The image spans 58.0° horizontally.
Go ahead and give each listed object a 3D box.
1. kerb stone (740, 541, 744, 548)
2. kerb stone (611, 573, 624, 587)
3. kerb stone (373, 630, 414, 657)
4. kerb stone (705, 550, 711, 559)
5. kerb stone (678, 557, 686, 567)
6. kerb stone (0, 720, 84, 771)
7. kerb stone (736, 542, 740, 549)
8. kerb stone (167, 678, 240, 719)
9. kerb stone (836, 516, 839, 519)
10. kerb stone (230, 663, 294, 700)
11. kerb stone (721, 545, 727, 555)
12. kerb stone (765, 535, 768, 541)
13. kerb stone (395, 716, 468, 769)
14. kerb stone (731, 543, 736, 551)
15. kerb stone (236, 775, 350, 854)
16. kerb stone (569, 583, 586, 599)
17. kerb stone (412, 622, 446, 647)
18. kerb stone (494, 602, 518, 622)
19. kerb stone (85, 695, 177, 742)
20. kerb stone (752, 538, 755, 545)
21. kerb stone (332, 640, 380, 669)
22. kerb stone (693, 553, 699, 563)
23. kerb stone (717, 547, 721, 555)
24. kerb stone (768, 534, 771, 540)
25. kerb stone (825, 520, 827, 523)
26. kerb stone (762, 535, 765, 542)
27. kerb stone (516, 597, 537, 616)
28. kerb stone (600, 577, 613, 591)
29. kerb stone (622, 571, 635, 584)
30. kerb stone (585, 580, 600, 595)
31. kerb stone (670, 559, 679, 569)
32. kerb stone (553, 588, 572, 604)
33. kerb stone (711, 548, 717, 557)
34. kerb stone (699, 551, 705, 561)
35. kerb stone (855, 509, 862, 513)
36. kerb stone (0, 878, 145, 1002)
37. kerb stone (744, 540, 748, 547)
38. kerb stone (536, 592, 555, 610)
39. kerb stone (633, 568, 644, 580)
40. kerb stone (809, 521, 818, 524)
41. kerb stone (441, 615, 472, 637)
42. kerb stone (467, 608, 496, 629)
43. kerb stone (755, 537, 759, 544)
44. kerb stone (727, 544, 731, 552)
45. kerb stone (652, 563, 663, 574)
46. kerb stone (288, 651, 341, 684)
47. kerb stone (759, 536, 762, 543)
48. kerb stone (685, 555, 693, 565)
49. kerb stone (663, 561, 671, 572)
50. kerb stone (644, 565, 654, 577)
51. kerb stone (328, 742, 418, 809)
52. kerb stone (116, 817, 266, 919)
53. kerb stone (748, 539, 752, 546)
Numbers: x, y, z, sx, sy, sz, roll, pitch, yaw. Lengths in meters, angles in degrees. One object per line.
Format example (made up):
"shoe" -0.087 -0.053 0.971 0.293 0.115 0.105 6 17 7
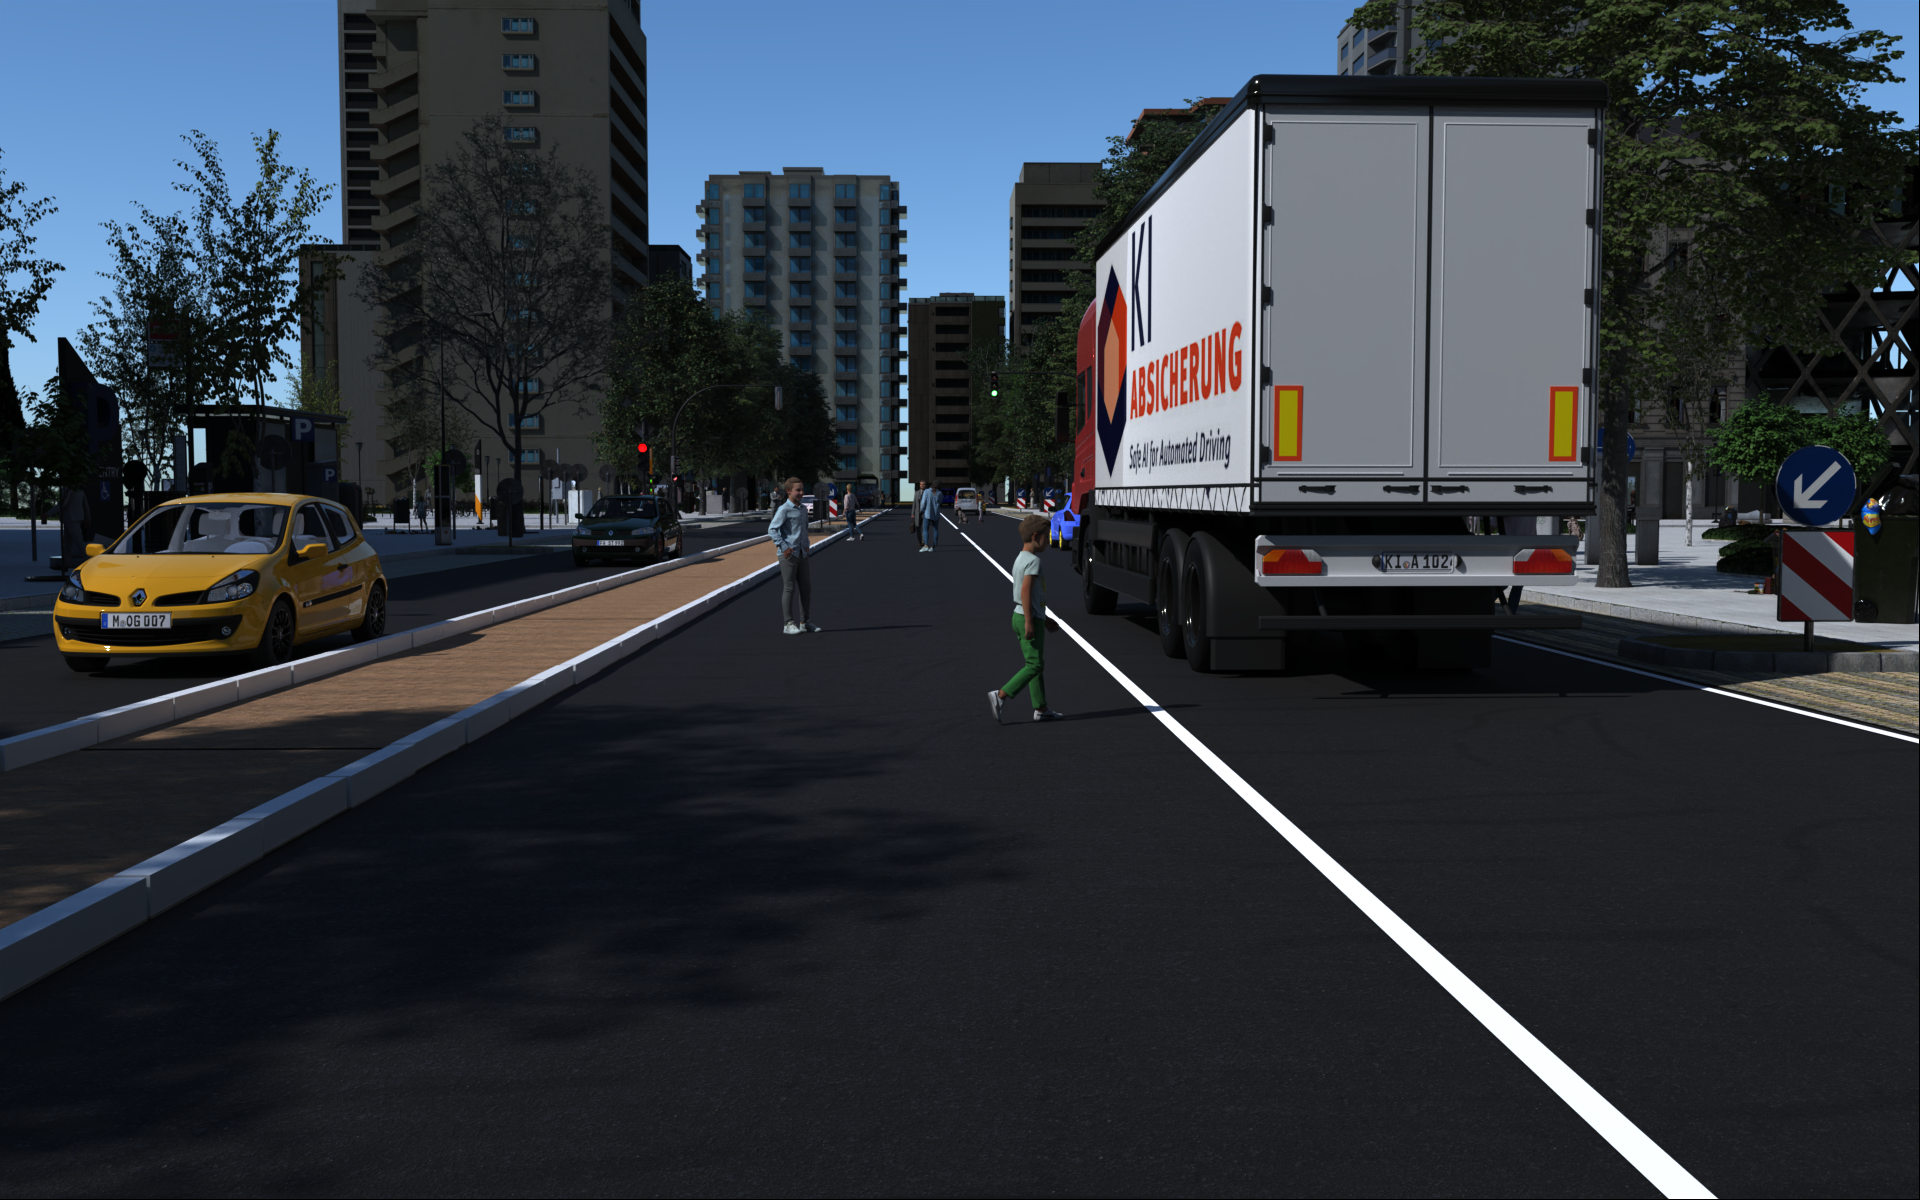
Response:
"kerb stone" -5.820 -1.405 45.249 0.120 0.150 1.000 0 4 -1
"kerb stone" -5.385 -0.277 26.787 0.120 0.150 1.000 0 4 -1
"kerb stone" -5.119 0.409 15.517 0.120 0.150 1.000 0 4 -1
"kerb stone" -5.645 -0.971 38.070 0.120 0.150 1.000 0 4 -1
"kerb stone" -5.547 -0.720 33.967 0.120 0.150 1.000 0 4 -1
"kerb stone" -4.968 0.788 9.376 0.120 0.150 1.000 0 4 -1
"kerb stone" -5.794 -1.344 44.222 0.120 0.150 1.000 0 4 -1
"kerb stone" -5.024 0.659 11.420 0.120 0.150 1.000 0 4 -1
"kerb stone" -7.057 -4.640 98.060 0.120 0.150 1.000 0 4 -1
"kerb stone" -5.049 0.596 12.448 0.120 0.150 1.000 0 4 -1
"kerb stone" -5.711 -1.157 41.145 0.120 0.150 1.000 0 4 -1
"kerb stone" -5.977 -1.849 52.421 0.120 0.150 1.000 0 4 -1
"kerb stone" -2.877 0.783 9.399 0.120 0.150 1.000 0 4 -1
"kerb stone" -5.766 -1.285 43.198 0.120 0.150 1.000 0 4 -1
"kerb stone" -2.829 0.908 7.352 0.120 0.150 1.000 0 4 -1
"kerb stone" -5.309 -0.091 23.715 0.120 0.150 1.000 0 4 -1
"kerb stone" -5.136 0.346 16.539 0.120 0.150 1.000 0 4 -1
"kerb stone" -5.212 0.158 19.610 0.120 0.150 1.000 0 4 -1
"kerb stone" -4.996 0.722 10.397 0.120 0.150 1.000 0 4 -1
"kerb stone" -5.891 -1.598 48.320 0.120 0.150 1.000 0 4 -1
"kerb stone" -5.093 0.471 14.491 0.120 0.150 1.000 0 4 -1
"kerb stone" -5.597 -0.845 36.012 0.120 0.150 1.000 0 4 -1
"kerb stone" -5.702 -1.096 40.115 0.120 0.150 1.000 0 4 -1
"kerb stone" -6.008 -1.909 53.454 0.120 0.150 1.000 0 4 -1
"kerb stone" -6.736 -3.821 84.727 0.120 0.150 1.000 0 4 -1
"kerb stone" -5.952 -1.786 51.388 0.120 0.150 1.000 0 4 -1
"kerb stone" -5.235 0.096 20.631 0.120 0.150 1.000 0 4 -1
"kerb stone" -5.349 -0.215 25.766 0.120 0.150 1.000 0 4 -1
"kerb stone" -5.403 -0.343 27.809 0.120 0.150 1.000 0 4 -1
"kerb stone" -5.333 -0.156 24.738 0.120 0.150 1.000 0 4 -1
"kerb stone" -5.527 -0.652 32.939 0.120 0.150 1.000 0 4 -1
"kerb stone" -5.281 -0.024 22.686 0.120 0.150 1.000 0 4 -1
"kerb stone" -5.670 -1.033 39.092 0.120 0.150 1.000 0 4 -1
"kerb stone" -5.626 -0.907 37.033 0.120 0.150 1.000 0 4 -1
"kerb stone" -7.946 -6.960 135.995 0.120 0.150 1.000 0 4 -1
"kerb stone" -2.775 1.035 5.308 0.120 0.150 1.000 0 4 -1
"kerb stone" -5.838 -1.473 46.274 0.120 0.150 1.000 0 4 -1
"kerb stone" -5.261 0.037 21.655 0.120 0.150 1.000 0 4 -1
"kerb stone" -5.436 -0.404 28.830 0.120 0.150 1.000 0 4 -1
"kerb stone" -6.578 -3.385 77.555 0.120 0.150 1.000 0 4 -1
"kerb stone" -5.163 0.283 17.561 0.120 0.150 1.000 0 4 -1
"kerb stone" -5.193 0.221 18.582 0.120 0.150 1.000 0 4 -1
"kerb stone" -5.910 -1.660 49.342 0.120 0.150 1.000 0 4 -1
"kerb stone" -5.743 -1.220 42.169 0.120 0.150 1.000 0 4 -1
"kerb stone" -5.481 -0.531 30.882 0.120 0.150 1.000 0 4 -1
"kerb stone" -5.061 0.534 13.470 0.120 0.150 1.000 0 4 -1
"kerb stone" -5.933 -1.723 50.364 0.120 0.150 1.000 0 4 -1
"kerb stone" -5.569 -0.782 34.989 0.120 0.150 1.000 0 4 -1
"kerb stone" -5.507 -0.594 31.911 0.120 0.150 1.000 0 4 -1
"kerb stone" -5.458 -0.460 29.852 0.120 0.150 1.000 0 4 -1
"kerb stone" -2.841 0.845 8.378 0.120 0.150 1.000 0 4 -1
"kerb stone" -2.798 0.970 6.330 0.120 0.150 1.000 0 4 -1
"kerb stone" -5.867 -1.533 47.296 0.120 0.150 1.000 0 4 -1
